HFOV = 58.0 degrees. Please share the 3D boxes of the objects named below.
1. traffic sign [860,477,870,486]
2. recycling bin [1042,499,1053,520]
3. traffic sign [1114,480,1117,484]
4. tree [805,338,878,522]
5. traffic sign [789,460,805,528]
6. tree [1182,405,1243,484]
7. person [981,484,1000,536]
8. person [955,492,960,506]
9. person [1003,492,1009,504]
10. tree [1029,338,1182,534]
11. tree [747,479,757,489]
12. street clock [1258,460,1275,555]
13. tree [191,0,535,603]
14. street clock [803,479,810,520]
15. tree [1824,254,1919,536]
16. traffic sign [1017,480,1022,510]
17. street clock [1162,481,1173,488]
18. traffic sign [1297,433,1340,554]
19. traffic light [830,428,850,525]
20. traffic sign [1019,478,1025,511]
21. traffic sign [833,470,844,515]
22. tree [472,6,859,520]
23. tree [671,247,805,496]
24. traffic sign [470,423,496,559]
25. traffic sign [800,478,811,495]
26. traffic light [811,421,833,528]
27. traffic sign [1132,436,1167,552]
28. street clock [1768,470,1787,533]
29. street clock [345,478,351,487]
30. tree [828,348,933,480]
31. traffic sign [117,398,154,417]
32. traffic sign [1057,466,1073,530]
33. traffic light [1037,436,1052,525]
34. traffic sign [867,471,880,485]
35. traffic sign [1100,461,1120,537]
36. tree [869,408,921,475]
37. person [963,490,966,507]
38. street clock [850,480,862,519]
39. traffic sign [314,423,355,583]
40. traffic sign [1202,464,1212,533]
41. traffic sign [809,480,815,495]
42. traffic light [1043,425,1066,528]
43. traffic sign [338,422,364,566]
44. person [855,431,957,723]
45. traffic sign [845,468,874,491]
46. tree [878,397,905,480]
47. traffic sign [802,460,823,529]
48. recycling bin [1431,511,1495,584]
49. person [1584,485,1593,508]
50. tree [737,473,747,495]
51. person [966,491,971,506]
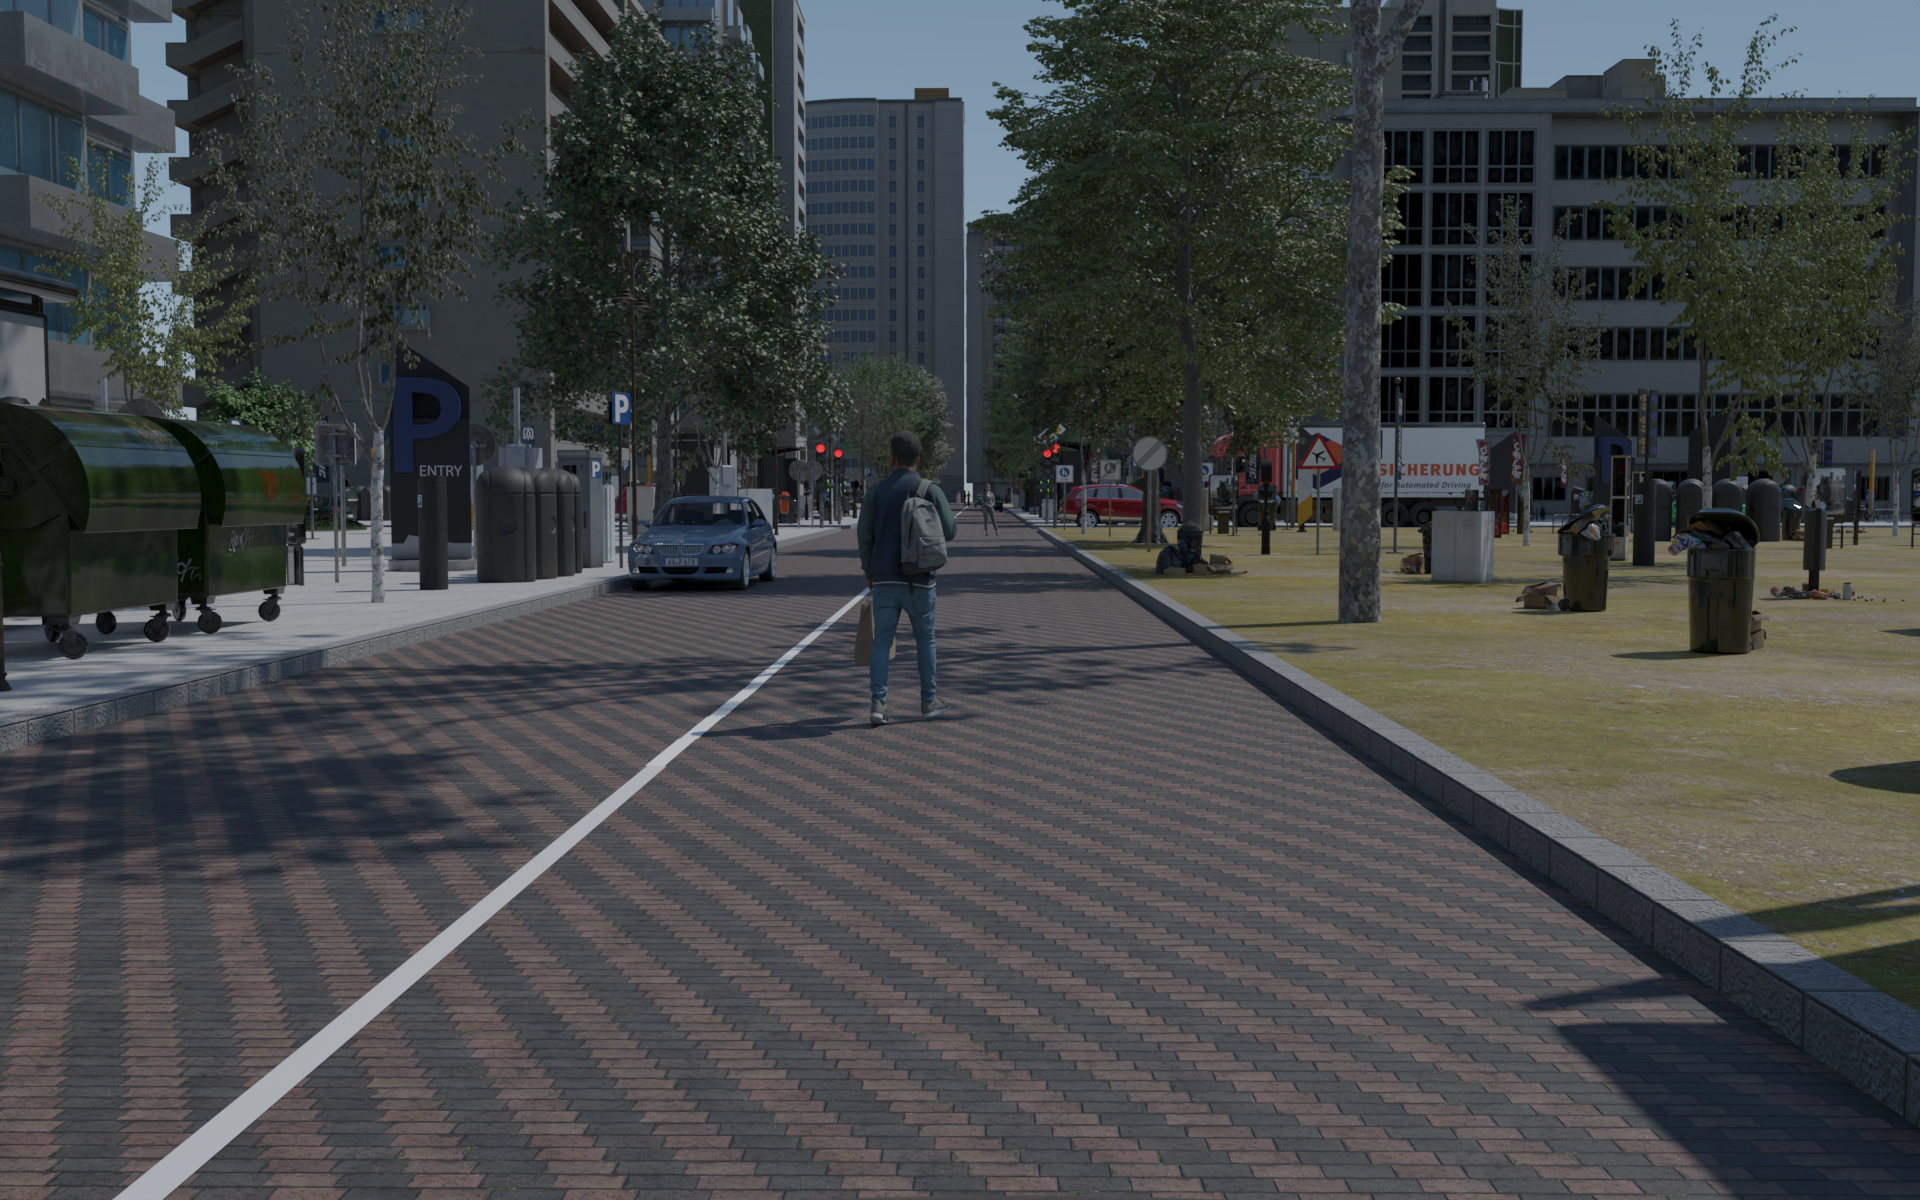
[{"bbox_3d":[-7.000,-7.815,127.880,0.768,2.556,0.104,0,4,3],"label":"traffic sign"},{"bbox_3d":[4.432,-4.460,85.471,0.722,1.027,0.722,0,4,-3],"label":"recycling bin"},{"bbox_3d":[9.323,-6.547,107.154,0.768,2.556,0.104,1,4,10],"label":"traffic sign"},{"bbox_3d":[-6.245,-7.974,80.732,4.360,8.622,3.978,0,3,0],"label":"tree"},{"bbox_3d":[-6.023,-3.953,64.739,0.768,2.556,0.104,0,4,5],"label":"traffic sign"},{"bbox_3d":[11.525,-7.845,78.631,4.360,8.622,3.978,0,3,0],"label":"tree"},{"bbox_3d":[1.031,-3.080,59.135,0.520,1.790,0.573,-3,5,-39],"label":"person"},{"bbox_3d":[-0.214,-12.394,211.805,0.621,1.740,0.551,3,5,40],"label":"person"},{"bbox_3d":[6.059,-13.407,228.416,0.721,1.735,1.217,-3,5,-44],"label":"person"},{"bbox_3d":[4.176,-6.400,55.002,4.360,8.622,3.978,0,3,0],"label":"tree"},{"bbox_3d":[-13.563,-7.690,120.340,1.663,3.219,1.824,0,3,0],"label":"tree"},{"bbox_3d":[6.479,-1.963,36.661,0.358,2.002,0.471,1,4,8],"label":"street clock"},{"bbox_3d":[-6.984,-4.288,20.468,4.360,8.622,3.978,0,3,0],"label":"tree"},{"bbox_3d":[-7.513,-4.904,84.757,0.358,2.002,0.471,0,4,-2],"label":"street clock"},{"bbox_3d":[28.342,-6.236,52.329,4.360,8.622,3.978,0,3,0],"label":"tree"},{"bbox_3d":[5.057,-8.640,141.363,0.768,2.556,0.104,0,4,4],"label":"traffic sign"},{"bbox_3d":[11.646,-5.695,97.677,0.471,2.002,0.358,-2,4,-27],"label":"street clock"},{"bbox_3d":[7.595,-2.245,36.709,0.884,2.594,0.081,1,4,9],"label":"traffic sign"},{"bbox_3d":[-5.068,-5.131,72.816,0.839,4.253,0.868,0,4,1],"label":"traffic light"},{"bbox_3d":[4.816,-7.878,128.814,0.884,2.594,0.081,0,4,8],"label":"traffic sign"},{"bbox_3d":[-6.351,-5.444,89.109,0.768,2.556,0.104,0,4,5],"label":"traffic sign"},{"bbox_3d":[-6.951,-7.581,40.954,9.611,12.733,9.660,0,3,0],"label":"tree"},{"bbox_3d":[-6.984,-6.071,49.631,4.360,8.622,3.978,0,3,0],"label":"tree"},{"bbox_3d":[-8.748,-1.905,31.246,0.768,2.556,0.104,0,4,1],"label":"traffic sign"},{"bbox_3d":[-8.670,-5.886,96.335,0.768,2.556,0.104,0,4,7],"label":"traffic sign"},{"bbox_3d":[-5.172,-4.643,64.831,0.839,4.253,0.868,0,4,1],"label":"traffic light"},{"bbox_3d":[4.182,-2.332,38.240,0.768,2.556,0.104,1,4,9],"label":"traffic sign"},{"bbox_3d":[24.121,-2.850,51.160,0.471,2.002,0.358,-1,4,-9],"label":"street clock"},{"bbox_3d":[-28.465,-4.631,80.280,0.471,2.002,0.358,1,4,15],"label":"street clock"},{"bbox_3d":[-5.654,-12.021,122.299,9.928,11.665,9.643,0,3,0],"label":"tree"},{"bbox_3d":[-10.890,-1.402,23.031,0.768,2.556,0.104,0,4,7],"label":"traffic sign"},{"bbox_3d":[3.719,-3.642,61.680,0.606,2.300,0.079,0,4,1],"label":"traffic sign"},{"bbox_3d":[3.643,-5.125,72.719,0.839,4.253,0.868,0,4,1],"label":"traffic light"},{"bbox_3d":[-4.906,-6.063,99.137,0.884,2.594,0.081,1,4,10],"label":"traffic sign"},{"bbox_3d":[4.493,-3.043,51.875,0.606,2.300,0.079,1,4,9],"label":"traffic sign"},{"bbox_3d":[-5.124,-11.770,142.807,4.737,8.622,4.395,0,3,0],"label":"tree"},{"bbox_3d":[0.528,-11.616,198.058,0.705,1.869,1.348,0,4,1],"label":"person"},{"bbox_3d":[-5.504,-5.264,90.639,0.358,2.002,0.471,3,4,37],"label":"street clock"},{"bbox_3d":[-9.016,-1.399,25.004,0.606,2.300,0.079,0,4,6],"label":"traffic sign"},{"bbox_3d":[7.983,-3.346,56.837,0.606,2.300,0.079,1,4,10],"label":"traffic sign"},{"bbox_3d":[-8.542,-5.906,98.684,0.606,2.300,0.079,0,4,2],"label":"traffic sign"},{"bbox_3d":[3.539,-4.637,64.735,0.839,4.253,0.868,0,4,1],"label":"traffic light"},{"bbox_3d":[-10.927,-1.868,30.652,0.768,2.556,0.104,0,4,5],"label":"traffic sign"},{"bbox_3d":[-0.392,-0.144,10.844,0.794,1.824,0.713,2,4,25],"label":"person"},{"bbox_3d":[-7.788,-8.544,133.570,2.265,3.308,0.079,0,4,2],"label":"traffic sign"},{"bbox_3d":[-5.610,-9.427,104.485,4.360,8.622,3.978,0,3,0],"label":"tree"},{"bbox_3d":[-5.484,-3.925,64.278,0.768,2.556,0.104,0,4,6],"label":"traffic sign"},{"bbox_3d":[7.333,-0.777,25.254,0.722,1.027,0.722,2,4,33],"label":"recycling bin"},{"bbox_3d":[24.548,-3.579,67.008,0.794,1.824,0.713,-3,4,-38],"label":"person"},{"bbox_3d":[-16.526,-8.099,127.019,1.663,3.219,1.824,0,3,0],"label":"tree"},{"bbox_3d":[0.963,-11.769,200.856,0.705,1.831,1.348,-2,4,-35],"label":"person"}]
